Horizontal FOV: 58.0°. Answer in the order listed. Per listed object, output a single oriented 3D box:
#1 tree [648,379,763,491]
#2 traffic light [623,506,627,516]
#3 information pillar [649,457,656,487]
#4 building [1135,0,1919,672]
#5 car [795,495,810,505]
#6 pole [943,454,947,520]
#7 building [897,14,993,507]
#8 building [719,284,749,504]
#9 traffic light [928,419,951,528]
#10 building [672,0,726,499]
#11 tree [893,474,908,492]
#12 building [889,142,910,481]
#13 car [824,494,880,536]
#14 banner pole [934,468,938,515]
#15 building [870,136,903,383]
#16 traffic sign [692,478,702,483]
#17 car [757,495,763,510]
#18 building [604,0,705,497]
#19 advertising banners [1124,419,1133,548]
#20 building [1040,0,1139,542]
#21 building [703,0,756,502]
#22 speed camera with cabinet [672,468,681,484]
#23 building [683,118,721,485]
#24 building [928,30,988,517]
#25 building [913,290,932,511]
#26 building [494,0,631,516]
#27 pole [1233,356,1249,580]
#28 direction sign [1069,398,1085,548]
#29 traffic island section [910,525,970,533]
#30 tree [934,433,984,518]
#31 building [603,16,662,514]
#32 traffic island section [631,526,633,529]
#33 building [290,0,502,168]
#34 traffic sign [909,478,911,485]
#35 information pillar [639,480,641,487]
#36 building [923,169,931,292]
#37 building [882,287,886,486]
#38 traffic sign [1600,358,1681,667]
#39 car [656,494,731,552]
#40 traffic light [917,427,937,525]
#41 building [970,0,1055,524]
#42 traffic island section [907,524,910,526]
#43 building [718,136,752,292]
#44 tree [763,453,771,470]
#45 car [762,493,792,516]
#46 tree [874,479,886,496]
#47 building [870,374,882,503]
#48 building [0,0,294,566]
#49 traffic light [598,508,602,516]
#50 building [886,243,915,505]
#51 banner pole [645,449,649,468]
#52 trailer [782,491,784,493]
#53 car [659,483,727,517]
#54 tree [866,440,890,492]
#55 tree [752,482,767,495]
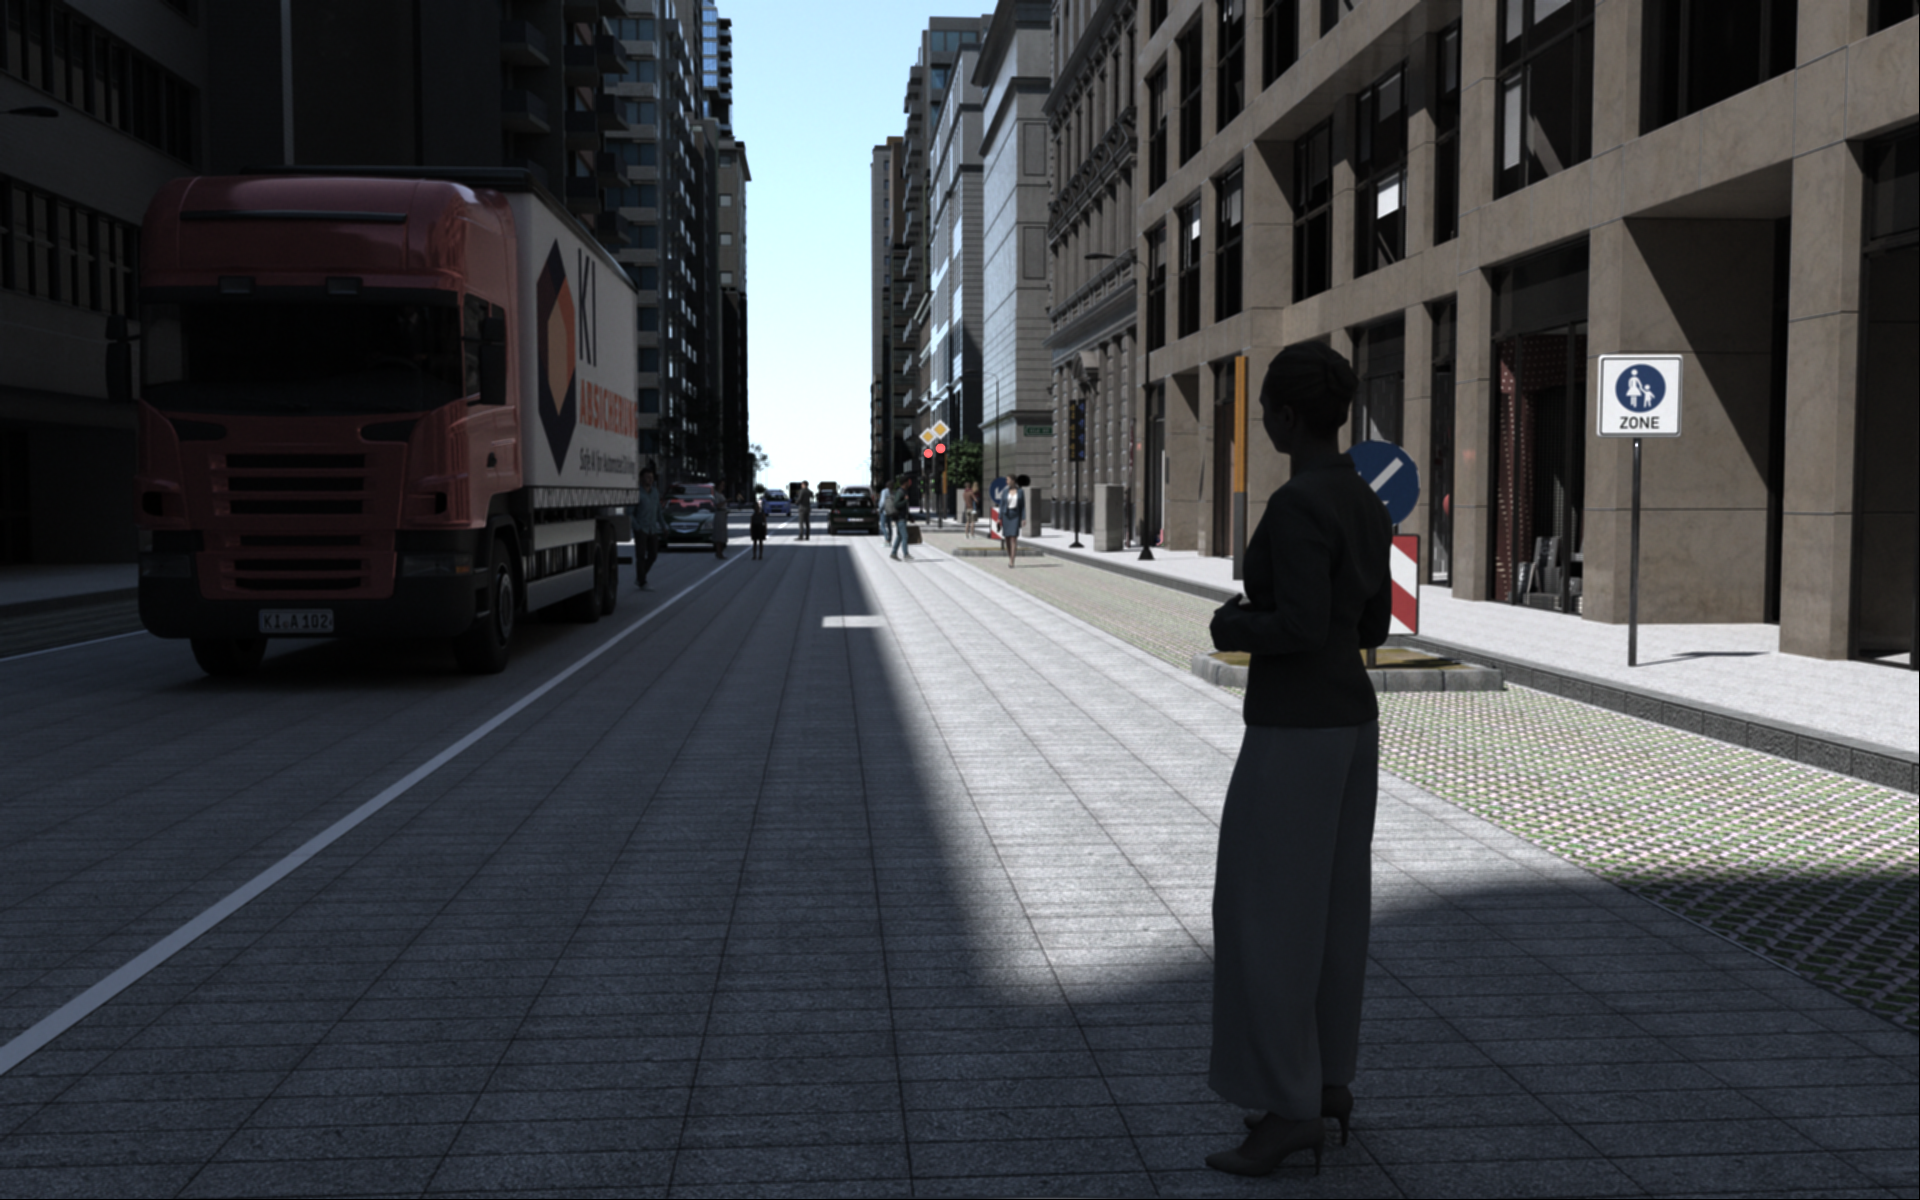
[{"bbox_3d":[-21.850,-12.677,141.677,8.767,10.594,7.601,1,4,14],"label":"tree"},{"bbox_3d":[-13.890,-5.070,71.814,0.839,4.253,0.868,0,4,-4],"label":"traffic light"},{"bbox_3d":[-19.373,-7.203,109.117,0.504,3.616,0.183,2,4,25],"label":"information pillar"},{"bbox_3d":[15.264,-13.577,26.505,19.350,26.468,34.151,0,4,-4],"label":"building"},{"bbox_3d":[-20.148,-13.023,222.714,2.009,1.686,4.222,0,4,-3],"label":"car"},{"bbox_3d":[-0.766,-5.717,87.310,0.158,3.312,0.155,0,3,0],"label":"pole"},{"bbox_3d":[5.627,-34.201,178.799,23.786,49.044,30.456,0,4,-4],"label":"building"},{"bbox_3d":[-36.407,-28.473,237.231,14.160,30.474,14.107,0,4,-4],"label":"building"},{"bbox_3d":[-0.762,-4.642,64.814,0.839,4.253,0.868,0,4,-4],"label":"traffic light"},{"bbox_3d":[-37.827,-46.557,199.452,20.563,71.187,20.611,0,4,-4],"label":"building"},{"bbox_3d":[-5.202,-9.809,154.975,1.663,3.219,1.824,0,3,0],"label":"tree"},{"bbox_3d":[-1.648,-34.600,215.827,14.600,45.320,14.200,0,4,-4],"label":"building"},{"bbox_3d":[-3.785,-3.146,61.228,2.009,1.686,4.222,0,4,-6],"label":"car"},{"bbox_3d":[-1.431,-7.006,104.568,0.401,3.779,0.863,-1,4,-16],"label":"banner pole"},{"bbox_3d":[-4.397,-45.852,291.678,21.231,58.520,28.212,0,4,-4],"label":"building"},{"bbox_3d":[-20.347,-8.200,134.180,0.768,2.556,0.104,0,4,3],"label":"traffic sign"},{"bbox_3d":[-17.341,-8.841,156.904,2.083,1.381,4.827,0,4,-5],"label":"car"},{"bbox_3d":[-36.330,-33.065,160.227,23.786,49.044,30.456,0,4,-4],"label":"building"},{"bbox_3d":[4.020,-2.754,41.221,0.090,3.025,2.074,0,4,2],"label":"advertising banners"},{"bbox_3d":[8.817,-13.784,54.252,11.050,23.489,19.941,0,4,-4],"label":"building"},{"bbox_3d":[-44.934,-59.509,285.635,22.319,86.520,31.000,0,4,-4],"label":"building"},{"bbox_3d":[-21.170,-8.477,132.940,0.660,3.252,2.038,3,5,42],"label":"speed camera with cabinet"},{"bbox_3d":[-32.926,-30.567,183.372,14.154,41.232,14.086,0,4,-4],"label":"building"},{"bbox_3d":[4.358,-20.500,112.674,11.434,29.767,29.804,0,4,-4],"label":"building"},{"bbox_3d":[1.966,-16.725,138.075,10.561,19.102,19.286,0,4,-4],"label":"building"},{"bbox_3d":[-28.184,-26.301,84.644,22.147,44.769,28.867,0,4,-4],"label":"building"},{"bbox_3d":[4.178,-1.952,25.753,0.158,3.312,0.155,0,3,0],"label":"pole"},{"bbox_3d":[2.802,-3.027,41.486,0.379,3.537,0.876,-1,4,-20],"label":"direction sign"},{"bbox_3d":[-0.721,-2.609,64.931,2.009,0.180,2.903,0,4,-4],"label":"traffic island section"},{"bbox_3d":[0.371,-6.651,92.462,4.285,4.588,4.351,0,3,0],"label":"tree"},{"bbox_3d":[-37.393,-26.096,118.551,32.217,40.220,23.993,0,4,-4],"label":"building"},{"bbox_3d":[-13.931,-3.038,71.945,2.009,0.180,2.903,0,4,-4],"label":"traffic island section"},{"bbox_3d":[-23.870,-13.815,55.558,15.834,23.373,12.332,0,4,-4],"label":"building"},{"bbox_3d":[-4.061,-8.001,130.920,0.768,2.556,0.104,0,4,0],"label":"traffic sign"},{"bbox_3d":[-17.210,-5.391,92.633,0.304,2.012,0.304,-1,4,-11],"label":"information pillar"},{"bbox_3d":[3.597,-23.560,156.909,14.160,30.474,14.107,0,4,-4],"label":"building"},{"bbox_3d":[-3.923,-28.749,241.742,14.160,30.474,14.107,0,4,-4],"label":"building"},{"bbox_3d":[5.003,-0.654,12.823,0.606,2.300,0.079,0,4,3],"label":"traffic sign"},{"bbox_3d":[-6.954,-2.001,44.522,2.131,1.459,4.920,0,4,-6],"label":"car"},{"bbox_3d":[-1.366,-5.129,72.776,0.839,4.253,0.868,0,4,-4],"label":"traffic light"},{"bbox_3d":[23.161,-18.747,82.927,44.131,29.872,17.030,0,4,-4],"label":"building"},{"bbox_3d":[-1.325,-3.096,72.893,2.009,0.180,2.903,0,4,-4],"label":"traffic island section"},{"bbox_3d":[-45.716,-40.862,257.330,28.713,52.752,27.495,0,4,-4],"label":"building"},{"bbox_3d":[-28.160,-17.496,220.474,8.767,10.594,7.601,-1,4,-16],"label":"tree"},{"bbox_3d":[-11.841,-6.285,112.342,1.945,1.707,3.694,0,4,-4],"label":"car"},{"bbox_3d":[-9.906,-13.477,214.950,1.663,3.219,1.824,0,3,0],"label":"tree"},{"bbox_3d":[0.519,-25.661,264.596,27.650,21.520,28.899,0,4,-4],"label":"building"},{"bbox_3d":[-20.329,-12.455,22.711,14.314,24.678,30.058,0,4,-4],"label":"building"},{"bbox_3d":[-13.286,-4.583,63.851,0.839,4.253,0.868,0,4,-4],"label":"traffic light"},{"bbox_3d":[-0.964,-26.267,201.171,14.160,30.474,14.107,0,4,-4],"label":"building"},{"bbox_3d":[-17.548,-6.563,97.323,0.401,3.779,0.863,0,4,1],"label":"banner pole"},{"bbox_3d":[-30.780,-17.751,297.282,1.471,1.999,3.904,0,4,-3],"label":"trailer"},{"bbox_3d":[-8.905,-2.984,57.468,2.281,1.827,5.304,0,4,-2],"label":"car"},{"bbox_3d":[-10.515,-17.253,232.441,4.360,8.622,3.978,0,3,0],"label":"tree"},{"bbox_3d":[-29.823,-16.015,256.446,1.663,3.219,1.824,0,3,0],"label":"tree"}]
